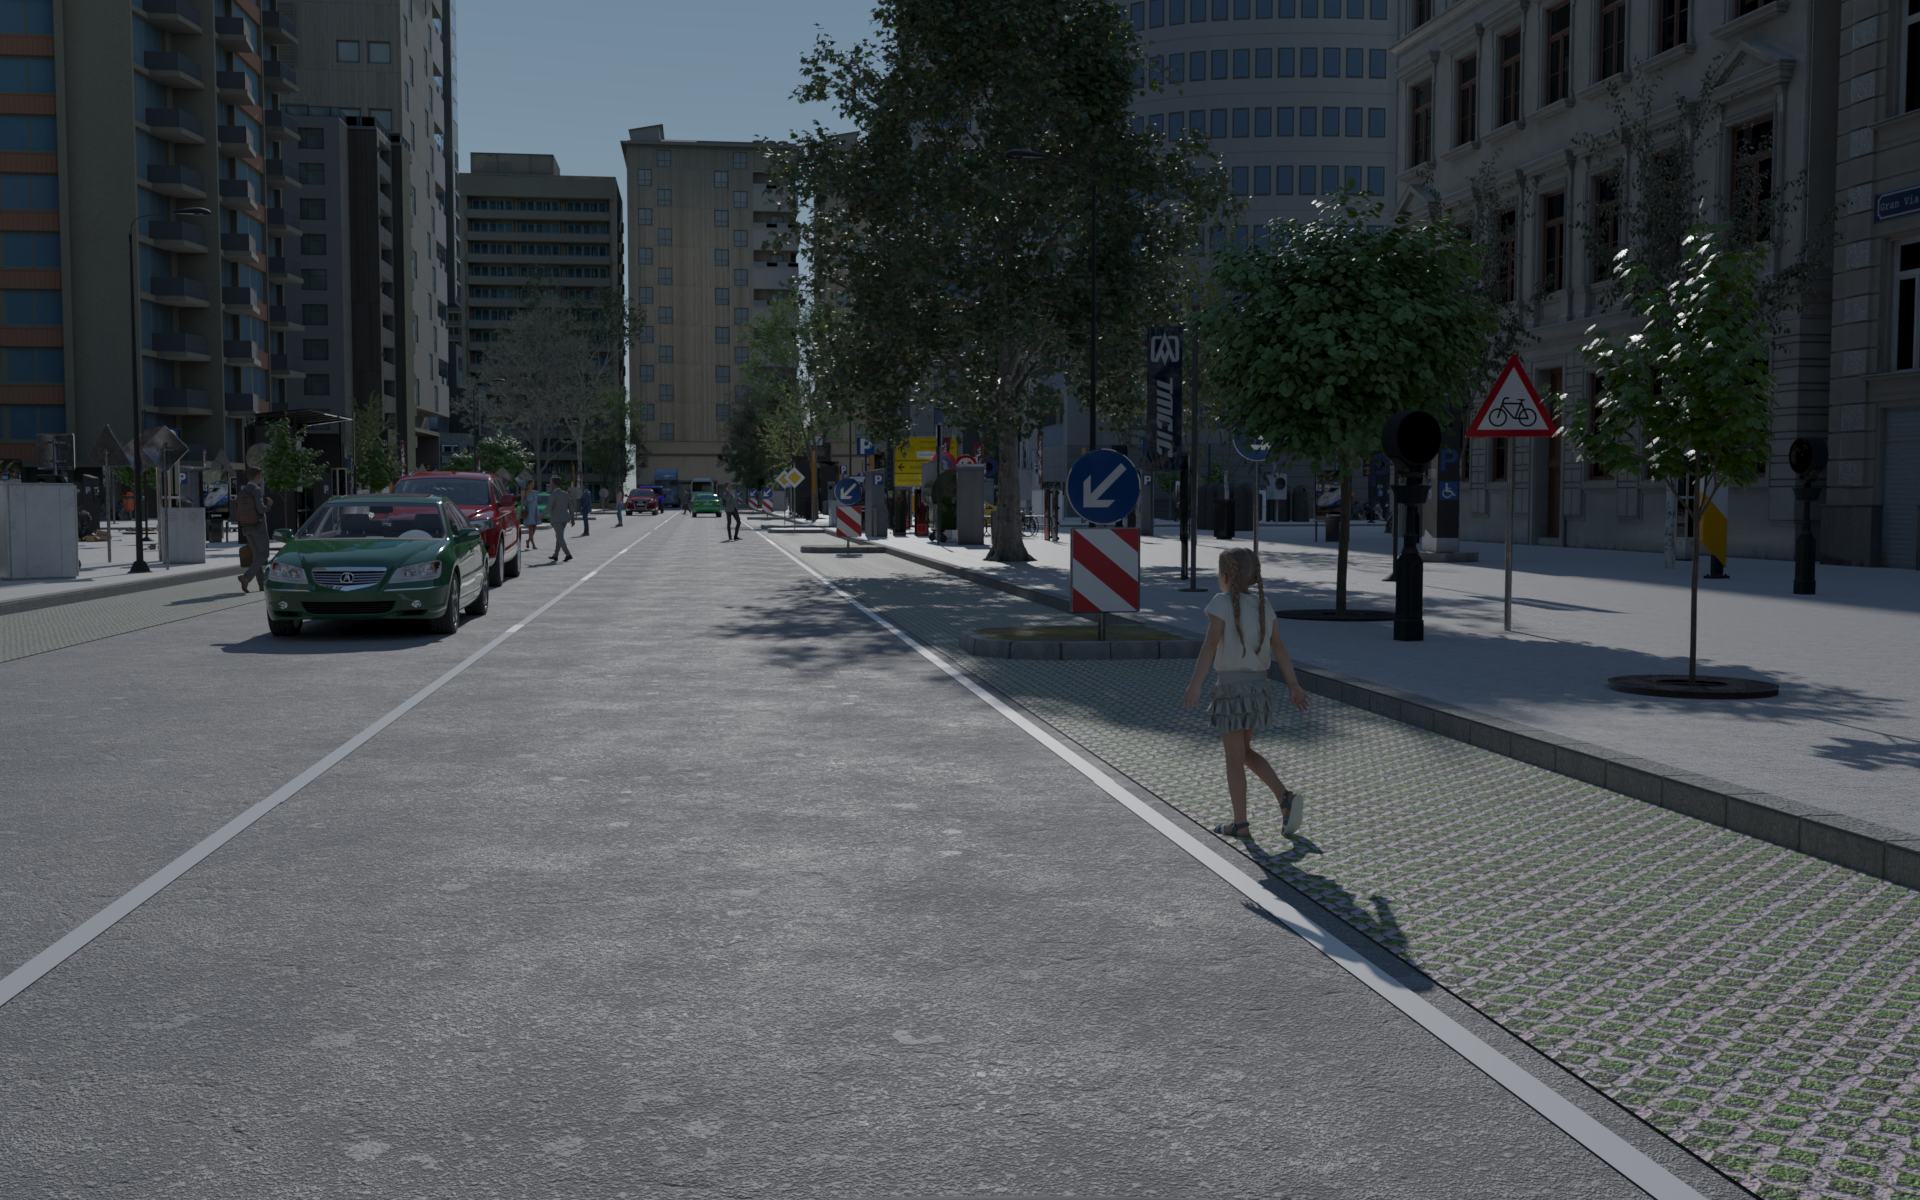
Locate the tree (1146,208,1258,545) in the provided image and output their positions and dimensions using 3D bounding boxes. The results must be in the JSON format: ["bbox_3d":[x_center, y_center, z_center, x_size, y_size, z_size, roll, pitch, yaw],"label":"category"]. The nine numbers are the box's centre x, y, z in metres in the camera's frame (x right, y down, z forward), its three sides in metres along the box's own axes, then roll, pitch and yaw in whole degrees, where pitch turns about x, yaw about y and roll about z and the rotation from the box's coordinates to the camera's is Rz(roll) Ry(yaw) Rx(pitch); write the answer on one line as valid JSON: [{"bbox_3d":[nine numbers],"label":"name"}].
[{"bbox_3d":[6.172,-5.716,43.826,4.737,8.622,4.395,0,3,0],"label":"tree"}]

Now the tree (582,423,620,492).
[{"bbox_3d":[-36.812,-13.924,178.014,4.737,8.622,4.395,0,3,0],"label":"tree"}]

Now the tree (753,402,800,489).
[{"bbox_3d":[-14.798,-11.464,137.803,4.737,8.622,4.395,0,3,0],"label":"tree"}]

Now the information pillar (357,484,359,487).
[{"bbox_3d":[-33.078,-5.547,95.180,0.304,2.012,0.304,-1,4,-15],"label":"information pillar"}]

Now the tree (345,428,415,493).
[{"bbox_3d":[-17.333,-3.459,51.152,1.663,3.219,1.824,0,3,0],"label":"tree"}]

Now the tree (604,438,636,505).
[{"bbox_3d":[-41.557,-15.888,210.128,4.360,8.622,3.978,0,3,0],"label":"tree"}]

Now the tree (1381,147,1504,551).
[{"bbox_3d":[10.848,-5.342,37.698,4.360,8.622,3.978,0,3,0],"label":"tree"}]

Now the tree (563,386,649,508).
[{"bbox_3d":[-33.177,-14.476,162.442,9.928,11.665,9.643,0,3,0],"label":"tree"}]

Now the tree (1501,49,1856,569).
[{"bbox_3d":[12.272,-4.821,29.178,4.360,8.622,3.978,0,3,0],"label":"tree"}]

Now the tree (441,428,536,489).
[{"bbox_3d":[-22.975,-6.279,86.377,4.285,4.588,4.351,0,3,0],"label":"tree"}]

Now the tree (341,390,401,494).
[{"bbox_3d":[-42.130,-10.586,123.440,4.737,8.622,4.395,0,3,0],"label":"tree"}]

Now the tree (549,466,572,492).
[{"bbox_3d":[-27.416,-7.613,119.068,1.663,3.219,1.824,0,3,0],"label":"tree"}]

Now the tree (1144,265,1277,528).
[{"bbox_3d":[8.730,-6.440,55.650,4.360,8.622,3.978,0,3,0],"label":"tree"}]

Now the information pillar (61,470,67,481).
[{"bbox_3d":[-43.170,-5.634,83.475,0.183,3.616,0.504,0,4,-4],"label":"information pillar"}]

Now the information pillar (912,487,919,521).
[{"bbox_3d":[-2.163,-5.641,83.581,0.504,3.616,0.183,-3,4,-38],"label":"information pillar"}]

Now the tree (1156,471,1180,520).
[{"bbox_3d":[10.461,-5.634,86.715,1.663,3.219,1.824,0,3,0],"label":"tree"}]

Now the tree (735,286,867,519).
[{"bbox_3d":[-7.540,-9.916,87.876,9.928,11.665,9.643,0,3,0],"label":"tree"}]

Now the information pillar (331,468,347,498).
[{"bbox_3d":[-17.508,-2.715,48.879,0.304,2.012,0.304,3,4,38],"label":"information pillar"}]

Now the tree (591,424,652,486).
[{"bbox_3d":[-43.150,-17.493,220.414,8.767,10.594,7.601,0,4,-1],"label":"tree"}]

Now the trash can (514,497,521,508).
[{"bbox_3d":[-24.580,-5.177,96.292,0.748,1.137,0.748,0,3,0],"label":"trash can"}]

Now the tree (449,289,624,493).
[{"bbox_3d":[-25.026,-11.791,103.154,12.009,13.543,11.850,0,3,0],"label":"tree"}]

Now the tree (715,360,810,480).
[{"bbox_3d":[-17.200,-14.937,154.596,12.009,13.543,11.850,0,3,0],"label":"tree"}]

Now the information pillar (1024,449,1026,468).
[{"bbox_3d":[3.422,-6.041,90.122,0.183,3.616,0.504,2,4,34],"label":"information pillar"}]

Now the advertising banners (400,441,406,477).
[{"bbox_3d":[-18.349,-3.776,57.920,0.090,3.025,2.074,0,4,2],"label":"advertising banners"}]

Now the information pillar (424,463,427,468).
[{"bbox_3d":[-40.602,-8.561,131.334,0.504,3.616,0.183,2,4,26],"label":"information pillar"}]

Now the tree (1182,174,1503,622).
[{"bbox_3d":[3.917,-2.094,17.951,4.285,4.588,4.351,0,3,0],"label":"tree"}]

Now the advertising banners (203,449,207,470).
[{"bbox_3d":[-30.125,-4.439,68.773,0.090,3.025,2.074,-2,4,-35],"label":"advertising banners"}]

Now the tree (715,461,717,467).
[{"bbox_3d":[-27.475,-17.593,222.057,8.767,10.594,7.601,0,4,7],"label":"tree"}]

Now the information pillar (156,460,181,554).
[{"bbox_3d":[-15.258,-1.768,33.406,0.304,2.012,0.304,1,4,15],"label":"information pillar"}]

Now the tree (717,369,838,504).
[{"bbox_3d":[-13.166,-11.956,129.891,8.767,10.594,7.601,-1,4,-15],"label":"tree"}]

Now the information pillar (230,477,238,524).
[{"bbox_3d":[-30.642,-4.199,73.150,0.304,2.012,0.304,-1,4,-14],"label":"information pillar"}]

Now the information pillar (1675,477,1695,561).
[{"bbox_3d":[13.965,-1.758,33.232,0.304,2.012,0.304,-1,4,-18],"label":"information pillar"}]

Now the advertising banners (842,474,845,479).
[{"bbox_3d":[-7.524,-6.828,107.827,0.090,3.025,2.074,1,4,22],"label":"advertising banners"}]

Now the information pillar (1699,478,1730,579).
[{"bbox_3d":[11.422,-2.130,26.181,0.504,3.616,0.183,-1,4,-21],"label":"information pillar"}]

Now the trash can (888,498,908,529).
[{"bbox_3d":[-2.265,-3.141,63.012,0.748,1.137,0.748,0,3,0],"label":"trash can"}]

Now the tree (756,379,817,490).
[{"bbox_3d":[-10.816,-9.822,110.950,4.360,8.622,3.978,0,3,0],"label":"tree"}]

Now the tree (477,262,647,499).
[{"bbox_3d":[-32.842,-17.581,143.346,12.611,20.169,13.585,0,3,0],"label":"tree"}]

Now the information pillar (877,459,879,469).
[{"bbox_3d":[-5.459,-7.588,115.415,0.183,3.616,0.504,-1,4,-8],"label":"information pillar"}]

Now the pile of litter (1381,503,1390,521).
[{"bbox_3d":[20.412,-4.134,81.554,1.176,0.858,1.719,1,4,15],"label":"pile of litter"}]

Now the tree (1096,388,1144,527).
[{"bbox_3d":[5.972,-6.797,61.497,4.360,8.622,3.978,0,3,0],"label":"tree"}]

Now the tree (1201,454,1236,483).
[{"bbox_3d":[12.130,-5.355,82.159,1.663,3.219,1.824,0,3,0],"label":"tree"}]

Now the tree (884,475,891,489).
[{"bbox_3d":[-5.801,-8.189,128.492,1.663,3.219,1.824,0,3,0],"label":"tree"}]

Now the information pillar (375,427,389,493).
[{"bbox_3d":[-20.244,-4.242,60.713,0.183,3.616,0.504,3,5,43],"label":"information pillar"}]

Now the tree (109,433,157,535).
[{"bbox_3d":[-26.057,-3.707,55.209,1.663,3.219,1.824,0,3,0],"label":"tree"}]

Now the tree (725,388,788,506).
[{"bbox_3d":[-21.208,-16.249,183.794,7.486,12.596,7.792,0,3,0],"label":"tree"}]

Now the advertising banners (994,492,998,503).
[{"bbox_3d":[1.541,-5.507,86.223,0.090,3.025,2.074,2,4,26],"label":"advertising banners"}]

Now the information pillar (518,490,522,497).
[{"bbox_3d":[-33.992,-7.909,133.798,0.304,2.012,0.304,-1,4,-9],"label":"information pillar"}]

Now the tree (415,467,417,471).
[{"bbox_3d":[-37.381,-7.592,118.722,1.663,3.219,1.824,0,3,0],"label":"tree"}]

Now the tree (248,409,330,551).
[{"bbox_3d":[-15.380,-2.746,39.492,1.663,3.219,1.824,0,3,0],"label":"tree"}]

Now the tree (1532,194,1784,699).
[{"bbox_3d":[4.889,-1.022,11.314,1.663,3.219,1.824,0,3,0],"label":"tree"}]

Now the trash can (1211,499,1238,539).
[{"bbox_3d":[7.502,-2.293,49.142,0.748,1.137,0.748,0,3,0],"label":"trash can"}]

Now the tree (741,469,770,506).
[{"bbox_3d":[-22.441,-12.686,191.134,4.285,4.588,4.351,0,3,0],"label":"tree"}]

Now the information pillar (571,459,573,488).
[{"bbox_3d":[-26.113,-7.665,116.678,0.183,3.616,0.504,-1,4,-8],"label":"information pillar"}]

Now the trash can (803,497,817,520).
[{"bbox_3d":[-7.321,-4.467,84.682,0.748,1.137,0.748,0,3,0],"label":"trash can"}]

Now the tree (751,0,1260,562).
[{"bbox_3d":[0.868,-7.093,32.984,9.611,12.733,9.660,0,3,0],"label":"tree"}]
